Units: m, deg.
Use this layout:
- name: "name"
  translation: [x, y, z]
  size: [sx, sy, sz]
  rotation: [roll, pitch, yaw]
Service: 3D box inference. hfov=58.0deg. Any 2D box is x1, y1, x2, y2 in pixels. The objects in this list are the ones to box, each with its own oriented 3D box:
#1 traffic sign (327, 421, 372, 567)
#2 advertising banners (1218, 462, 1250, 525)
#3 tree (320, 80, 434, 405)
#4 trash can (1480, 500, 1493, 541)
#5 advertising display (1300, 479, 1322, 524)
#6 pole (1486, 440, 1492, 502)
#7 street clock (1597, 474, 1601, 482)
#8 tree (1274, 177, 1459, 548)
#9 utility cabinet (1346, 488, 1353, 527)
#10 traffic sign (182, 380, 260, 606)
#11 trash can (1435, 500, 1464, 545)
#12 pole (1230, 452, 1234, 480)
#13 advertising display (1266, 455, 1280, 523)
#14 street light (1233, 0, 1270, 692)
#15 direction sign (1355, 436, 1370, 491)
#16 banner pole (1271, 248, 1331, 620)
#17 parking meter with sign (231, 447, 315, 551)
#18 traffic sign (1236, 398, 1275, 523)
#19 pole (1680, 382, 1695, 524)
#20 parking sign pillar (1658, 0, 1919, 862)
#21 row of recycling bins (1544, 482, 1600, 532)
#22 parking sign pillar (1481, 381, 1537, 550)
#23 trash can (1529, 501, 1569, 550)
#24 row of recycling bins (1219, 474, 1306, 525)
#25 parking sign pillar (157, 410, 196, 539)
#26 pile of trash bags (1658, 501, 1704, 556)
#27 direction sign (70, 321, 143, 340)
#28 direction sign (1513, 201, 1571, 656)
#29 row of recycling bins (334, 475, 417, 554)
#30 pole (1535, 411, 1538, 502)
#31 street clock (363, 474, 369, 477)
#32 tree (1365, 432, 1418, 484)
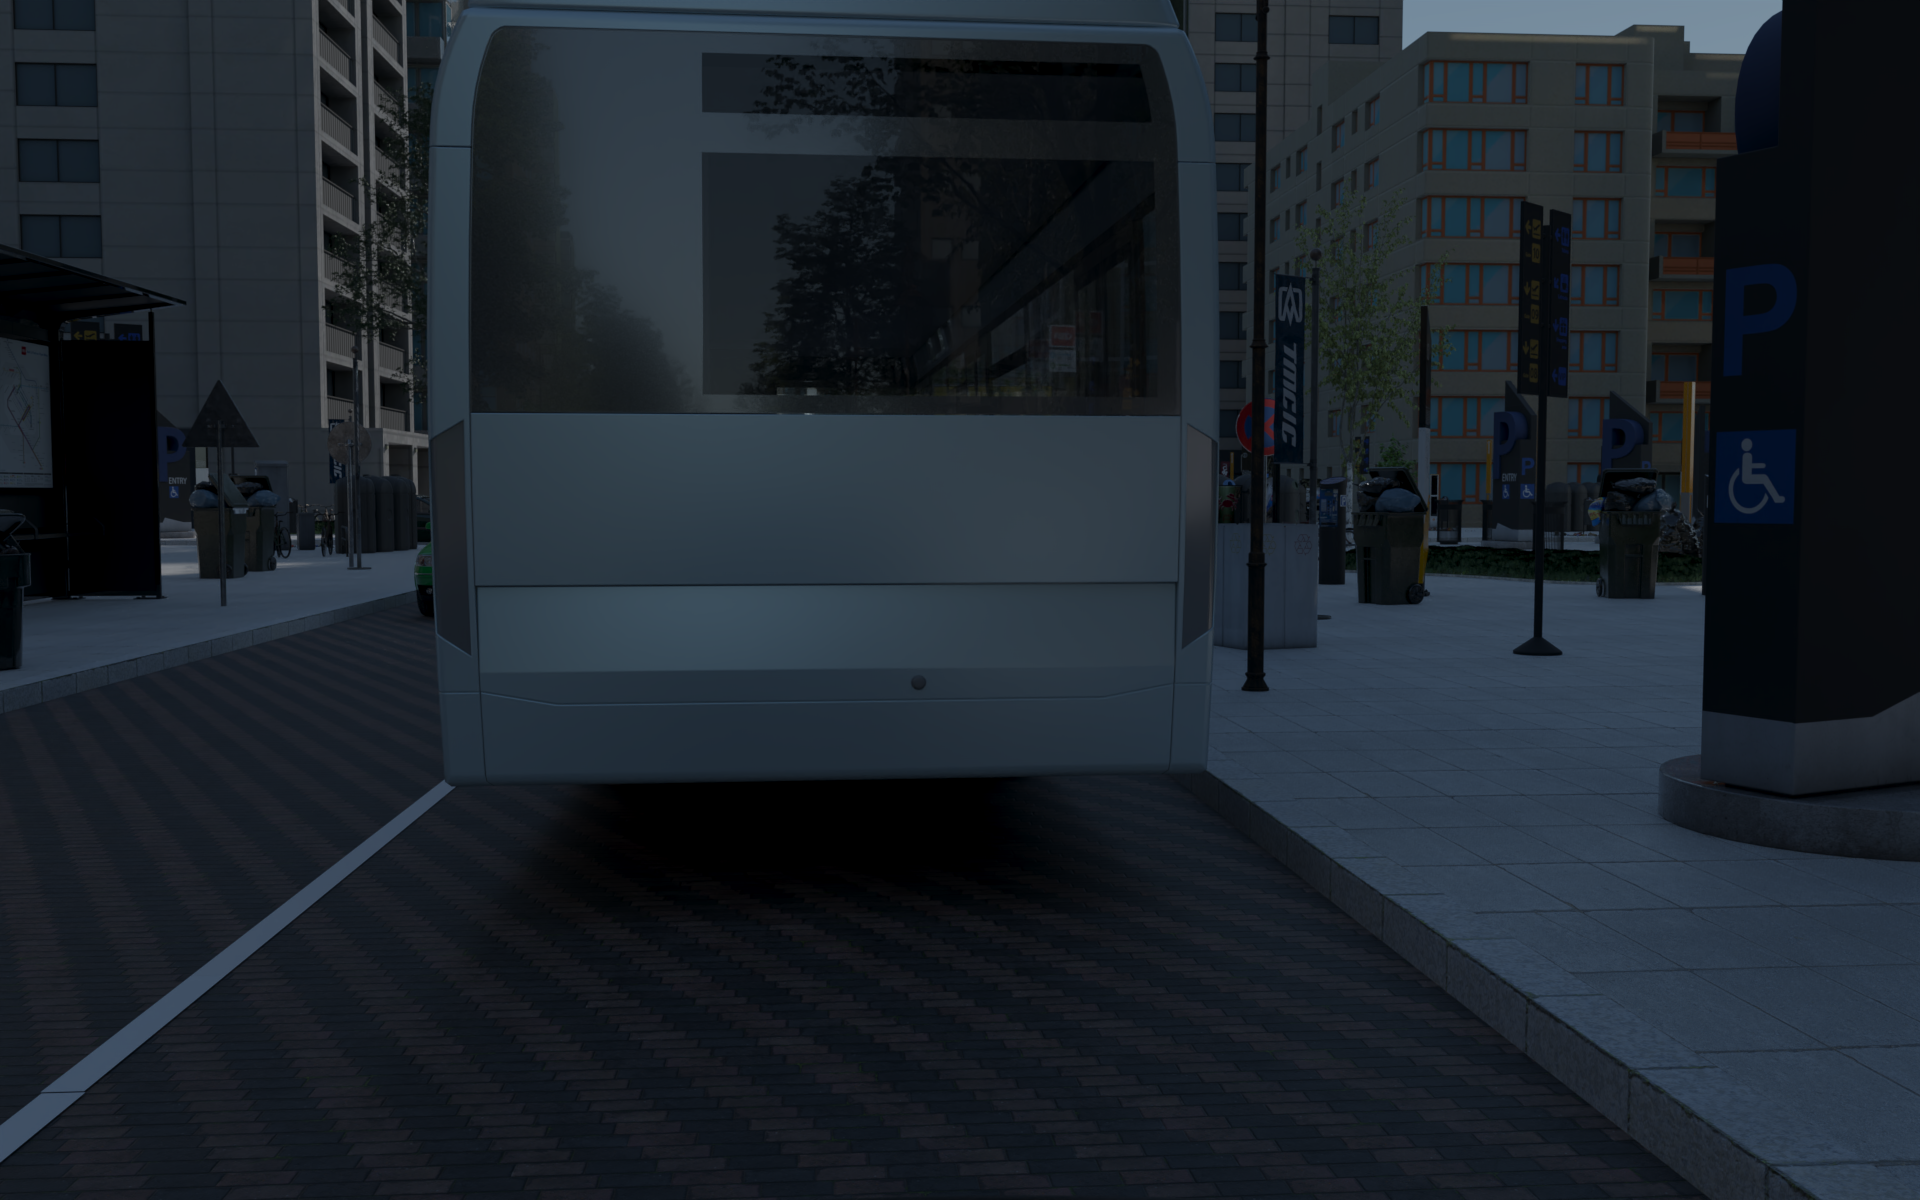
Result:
- name: "traffic sign"
  translation: [-10.706, -1.852, 30.392]
  size: [0.768, 2.556, 0.104]
  rotation: [0, 4, -4]
- name: "advertising banners"
  translation: [3.191, -1.760, 24.964]
  size: [2.074, 3.025, 0.090]
  rotation: [2, 4, 33]
- name: "tree"
  translation: [-9.386, -6.223, 36.165]
  size: [8.767, 10.594, 7.601]
  rotation: [0, 4, -2]
- name: "trash can"
  translation: [13.300, -1.921, 43.062]
  size: [0.748, 1.137, 0.748]
  rotation: [0, 3, 0]
- name: "advertising display"
  translation: [14.616, -4.097, 72.199]
  size: [0.974, 1.923, 0.123]
  rotation: [-1, 4, -16]
- name: "pole"
  translation: [19.961, -4.377, 65.399]
  size: [0.158, 3.312, 0.155]
  rotation: [0, 3, 0]
- name: "street clock"
  translation: [23.574, -3.611, 63.614]
  size: [0.358, 2.002, 0.471]
  rotation: [3, 5, 43]
- name: "tree"
  translation: [9.555, -5.562, 41.303]
  size: [4.737, 8.622, 4.395]
  rotation: [0, 3, 0]
- name: "utility cabinet"
  translation: [14.586, -3.483, 65.625]
  size: [0.318, 1.500, 1.173]
  rotation: [2, 4, 25]
- name: "traffic sign"
  translation: [-8.431, -1.208, 19.758]
  size: [0.884, 2.594, 0.081]
  rotation: [0, 4, 0]
- name: "trash can"
  translation: [12.442, -1.981, 44.039]
  size: [0.748, 1.137, 0.748]
  rotation: [0, 3, 0]
- name: "pole"
  translation: [13.295, -5.558, 84.709]
  size: [0.158, 3.312, 0.155]
  rotation: [0, 3, 0]
- name: "advertising display"
  translation: [5.029, -1.410, 28.260]
  size: [0.123, 1.923, 0.974]
  rotation: [0, 4, -5]
- name: "street light"
  translation: [1.930, -2.346, 11.144]
  size: [0.468, 5.910, 1.993]
  rotation: [0, 4, -5]
- name: "direction sign"
  translation: [15.785, -4.653, 68.069]
  size: [0.379, 3.537, 0.876]
  rotation: [-2, 4, -25]
- name: "banner pole"
  translation: [3.445, -1.686, 17.586]
  size: [0.863, 3.779, 0.401]
  rotation: [-3, 5, -39]
- name: "parking meter with sign"
  translation: [-15.600, -2.632, 39.299]
  size: [1.738, 3.016, 0.543]
  rotation: [-2, 4, -30]
- name: "traffic sign"
  translation: [4.045, -1.405, 23.074]
  size: [0.768, 2.556, 0.104]
  rotation: [0, 4, 2]
- name: "pole"
  translation: [13.272, -2.309, 31.603]
  size: [0.158, 3.312, 0.155]
  rotation: [0, 3, 0]
- name: "parking sign pillar"
  translation: [3.493, -1.110, 6.616]
  size: [1.447, 3.967, 1.447]
  rotation: [-2, 4, -27]
- name: "row of recycling bins"
  translation: [21.310, -3.207, 59.551]
  size: [3.534, 1.692, 1.069]
  rotation: [-3, 5, -41]
- name: "parking sign pillar"
  translation: [12.982, -3.186, 40.558]
  size: [1.447, 3.967, 1.447]
  rotation: [-1, 4, -10]
- name: "trash can"
  translation: [11.798, -1.411, 34.725]
  size: [0.748, 1.137, 0.748]
  rotation: [0, 3, 0]
- name: "row of recycling bins"
  translation: [5.706, -1.783, 36.269]
  size: [3.534, 1.692, 1.069]
  rotation: [-3, 4, -37]
- name: "parking sign pillar"
  translation: [-23.053, -3.787, 50.396]
  size: [1.447, 3.967, 1.447]
  rotation: [1, 4, 20]
- name: "pile of trash bags"
  translation: [12.970, -1.159, 28.698]
  size: [1.912, 1.369, 3.447]
  rotation: [-1, 4, -16]
- name: "direction sign"
  translation: [-11.266, -1.895, 22.974]
  size: [0.876, 3.537, 0.379]
  rotation: [-3, 5, -41]
- name: "direction sign"
  translation: [4.634, -1.333, 13.789]
  size: [0.379, 3.537, 0.876]
  rotation: [3, 5, 42]
- name: "row of recycling bins"
  translation: [-13.040, -1.943, 38.881]
  size: [1.069, 1.692, 3.534]
  rotation: [0, 4, 1]
- name: "pole"
  translation: [14.157, -2.964, 42.309]
  size: [0.158, 3.312, 0.155]
  rotation: [0, 3, 0]
- name: "street clock"
  translation: [-21.825, -3.616, 63.696]
  size: [0.358, 2.002, 0.471]
  rotation: [-1, 4, -18]
- name: "tree"
  translation: [13.306, -3.617, 53.733]
  size: [1.663, 3.219, 1.824]
  rotation: [0, 3, 0]
